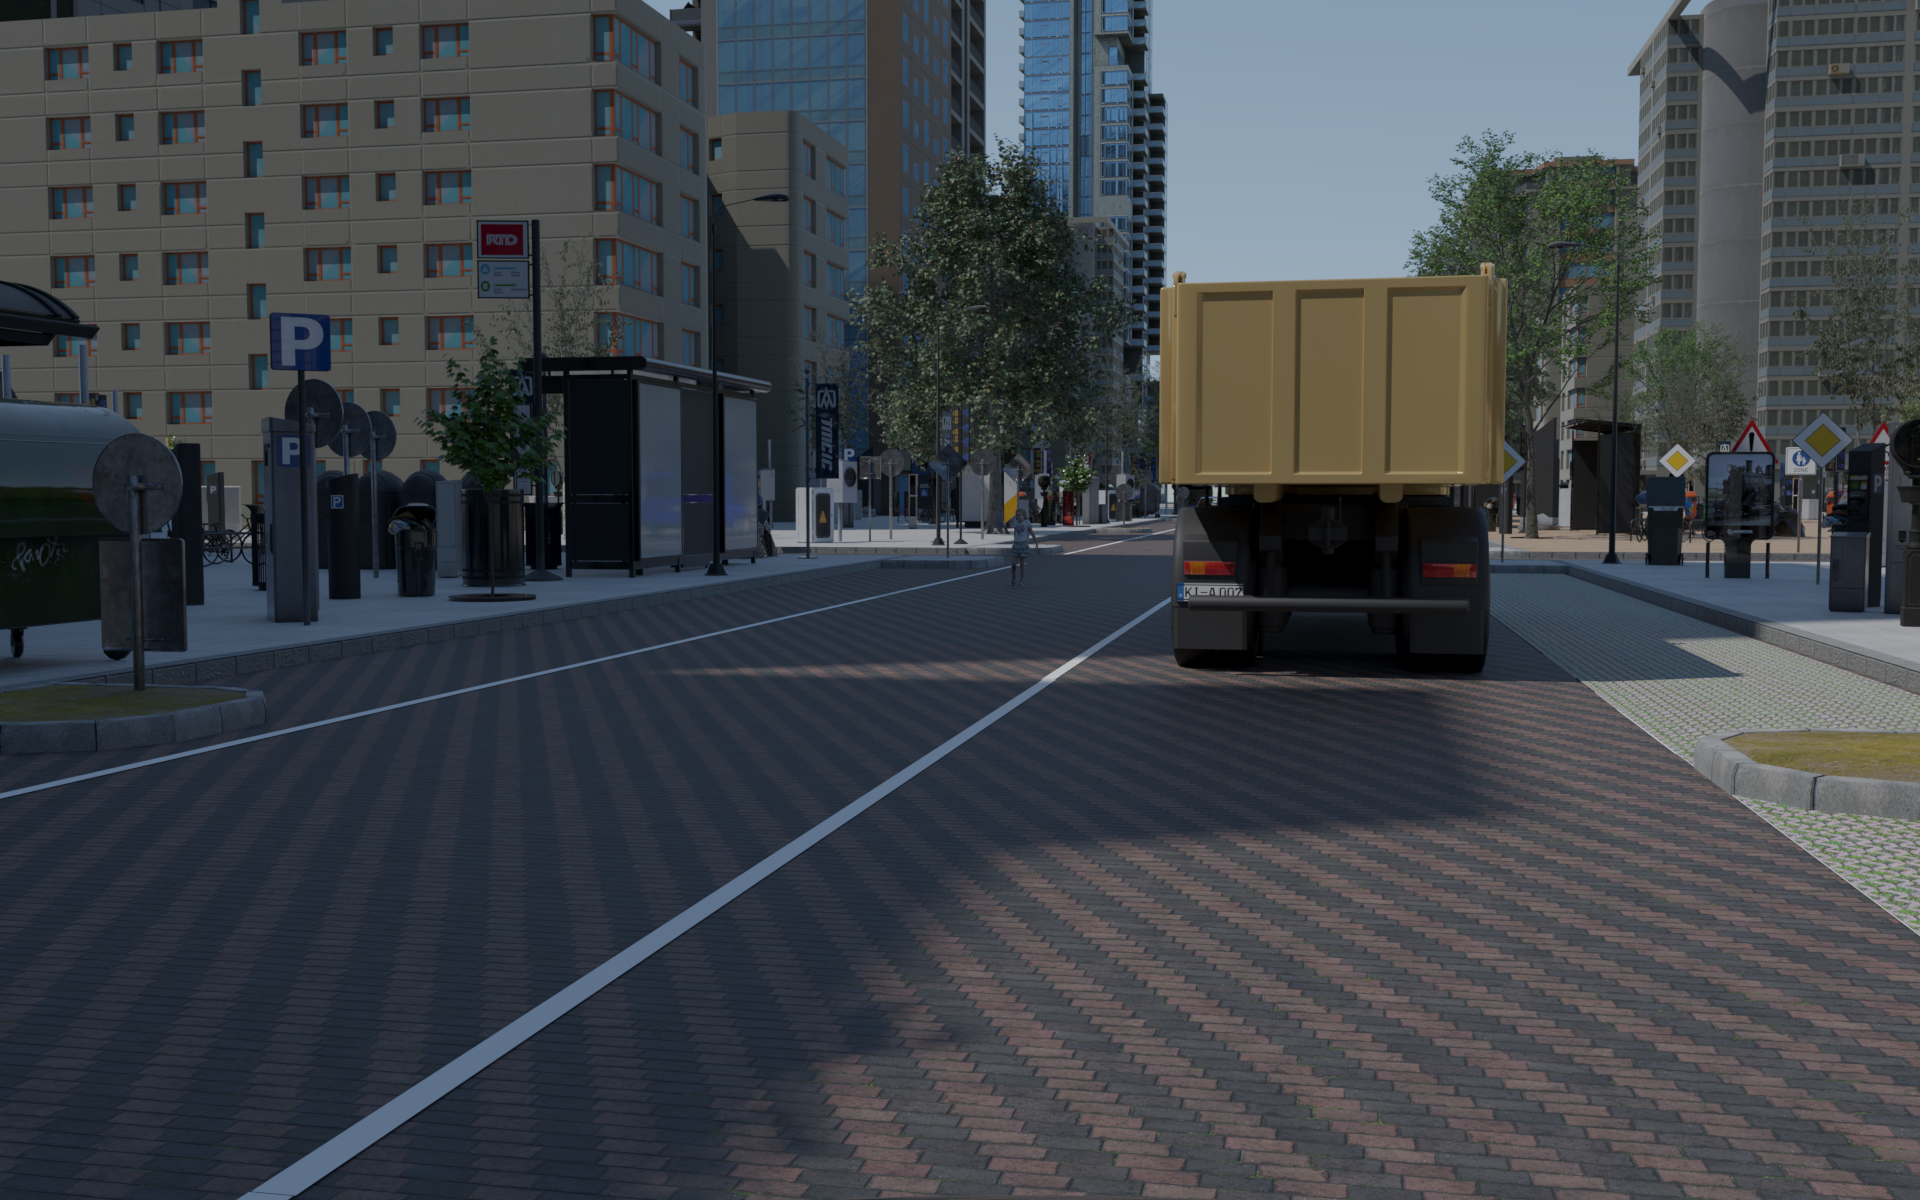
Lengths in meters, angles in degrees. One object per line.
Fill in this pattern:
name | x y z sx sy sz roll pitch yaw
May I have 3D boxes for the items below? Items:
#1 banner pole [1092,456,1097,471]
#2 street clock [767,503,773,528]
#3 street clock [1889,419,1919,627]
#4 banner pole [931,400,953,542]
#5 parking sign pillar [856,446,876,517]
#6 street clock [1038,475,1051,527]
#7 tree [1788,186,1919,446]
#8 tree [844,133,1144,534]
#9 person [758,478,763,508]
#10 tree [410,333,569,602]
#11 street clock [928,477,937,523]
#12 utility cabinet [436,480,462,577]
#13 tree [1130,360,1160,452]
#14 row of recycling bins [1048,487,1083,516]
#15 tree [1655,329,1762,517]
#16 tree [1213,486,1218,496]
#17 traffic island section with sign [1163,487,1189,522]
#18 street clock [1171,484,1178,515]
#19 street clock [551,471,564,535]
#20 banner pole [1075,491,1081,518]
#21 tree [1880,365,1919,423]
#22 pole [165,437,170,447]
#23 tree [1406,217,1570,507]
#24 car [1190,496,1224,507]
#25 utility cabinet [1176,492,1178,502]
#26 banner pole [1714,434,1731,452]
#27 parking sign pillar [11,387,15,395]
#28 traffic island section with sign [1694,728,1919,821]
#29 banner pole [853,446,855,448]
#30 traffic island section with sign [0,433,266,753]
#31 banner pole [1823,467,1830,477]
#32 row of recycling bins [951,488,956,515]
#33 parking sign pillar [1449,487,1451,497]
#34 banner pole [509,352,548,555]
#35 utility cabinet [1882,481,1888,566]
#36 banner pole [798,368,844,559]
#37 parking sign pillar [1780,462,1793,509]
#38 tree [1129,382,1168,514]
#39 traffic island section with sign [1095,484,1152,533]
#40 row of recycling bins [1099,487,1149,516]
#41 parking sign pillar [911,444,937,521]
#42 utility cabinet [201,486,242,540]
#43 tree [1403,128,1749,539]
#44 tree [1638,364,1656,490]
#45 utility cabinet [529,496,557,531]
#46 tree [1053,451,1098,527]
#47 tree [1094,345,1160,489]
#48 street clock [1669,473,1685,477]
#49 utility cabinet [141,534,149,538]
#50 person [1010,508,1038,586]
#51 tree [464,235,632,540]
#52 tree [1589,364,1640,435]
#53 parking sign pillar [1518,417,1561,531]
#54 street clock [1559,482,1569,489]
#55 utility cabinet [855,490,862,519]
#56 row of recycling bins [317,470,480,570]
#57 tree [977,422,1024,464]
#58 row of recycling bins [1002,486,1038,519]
banner pole | 8.881 -7.600 114.269 0.401 3.779 0.863 -1 4 -19
street clock | -7.173 -3.715 65.303 0.358 2.002 0.471 -2 4 -25
street clock | 9.231 -0.744 16.728 0.471 2.002 0.358 1 4 20
banner pole | -0.443 -3.428 46.062 0.401 3.779 0.863 3 4 37
parking sign pillar | -5.422 -6.634 96.943 1.447 3.967 1.447 1 4 12
street clock | 3.271 -3.840 67.358 0.471 2.002 0.358 -3 4 -36
tree | 21.835 -5.568 41.406 4.360 8.622 3.978 0 3 0
tree | 1.094 -8.477 55.599 9.611 12.733 9.660 0 3 0
person | -4.953 -2.032 41.741 0.654 1.822 0.581 1 4 11
tree | -5.543 -1.612 20.952 1.663 3.219 1.824 0 3 0
street clock | -1.132 -4.305 74.955 0.471 2.002 0.358 1 4 9
utility cabinet | -7.948 -1.118 26.951 0.318 1.500 1.173 -1 4 -11
tree | 17.754 -13.410 129.619 12.009 13.543 11.850 0 3 0
row of recycling bins | 5.749 -5.916 103.831 3.534 1.692 1.069 2 4 32
tree | 33.908 -7.784 77.631 4.360 8.622 3.978 0 3 0
tree | 23.778 -14.716 157.618 9.611 12.733 9.660 0 3 0
traffic island section with sign | 11.767 -5.043 91.081 1.989 1.847 2.006 1 4 12
street clock | 13.093 -6.156 105.220 0.471 2.002 0.358 -1 4 -19
street clock | -12.713 -3.075 54.839 0.471 2.002 0.358 3 5 41
banner pole | 6.588 -6.421 95.000 0.401 3.779 0.863 2 4 33
tree | 53.138 -8.910 96.043 4.737 8.622 4.395 0 3 0
pole | -28.285 -4.169 61.999 0.158 3.312 0.155 0 3 0
tree | 23.092 -10.621 80.305 9.857 13.997 8.962 0 3 0
car | 10.411 -3.565 70.861 1.945 1.354 3.894 1 4 10
utility cabinet | 14.768 -6.485 114.712 1.173 1.500 0.318 -1 4 -15
banner pole | 31.766 -5.037 72.364 0.401 3.779 0.863 -3 5 -41
parking sign pillar | -20.683 -3.000 37.521 1.447 3.967 1.447 3 5 43
traffic island section with sign | 4.725 0.015 8.389 1.989 1.847 2.006 1 4 12
banner pole | -5.141 -5.449 79.111 0.863 3.779 0.401 1 4 22
traffic island section with sign | -5.411 -0.118 10.555 1.989 1.847 2.006 1 4 12
banner pole | 38.235 -5.287 76.466 0.863 3.779 0.401 -3 4 -38
row of recycling bins | 1.101 -6.037 105.818 3.534 1.692 1.069 -1 4 -22
parking sign pillar | 29.676 -7.139 105.197 1.447 3.967 1.447 0 4 -2
banner pole | -7.568 -2.485 30.648 0.863 3.779 0.401 0 4 -1
utility cabinet | 16.321 -1.335 30.510 1.173 1.500 0.318 -3 4 -36
banner pole | -2.800 -2.717 34.440 0.863 3.779 0.401 0 4 2
parking sign pillar | 50.671 -7.200 106.186 1.447 3.967 1.447 1 4 12
tree | 12.968 -9.801 110.614 4.737 8.622 4.395 0 3 0
traffic island section with sign | 6.148 -3.430 64.715 1.989 1.847 2.006 1 4 12
row of recycling bins | 9.172 -5.705 100.394 3.534 1.692 1.069 0 4 0
parking sign pillar | -1.747 -5.839 83.938 1.447 3.967 1.447 0 4 -2
utility cabinet | -20.325 -2.369 47.412 1.173 1.500 0.318 -1 4 -11
tree | 16.361 -7.579 49.677 9.928 11.665 9.643 0 3 0
tree | 37.630 -8.502 89.371 4.360 8.622 3.978 0 3 0
utility cabinet | -13.704 -2.808 57.067 0.306 1.237 1.020 2 4 35
tree | 4.574 -4.461 67.531 1.663 3.219 1.824 0 3 0
tree | 8.003 -8.227 84.880 4.360 8.622 3.978 0 3 0
street clock | 22.645 -3.071 54.780 0.358 2.002 0.471 -1 4 -20
utility cabinet | -9.738 -0.547 20.099 0.306 1.237 1.020 0 4 -6
person | 1.005 -0.827 27.029 0.505 1.210 0.382 1 4 23
tree | -11.354 -6.011 48.647 4.360 8.622 3.978 0 3 0
tree | 37.403 -8.965 96.933 4.360 8.622 3.978 0 3 0
parking sign pillar | 20.597 -4.465 61.481 1.447 3.967 1.447 -3 5 -39
street clock | 36.255 -6.082 104.007 0.471 2.002 0.358 0 4 -5
utility cabinet | -5.078 -4.793 87.039 0.318 1.500 1.173 0 4 -1
row of recycling bins | -9.464 -1.377 29.634 3.534 1.692 1.069 1 4 10
tree | 1.232 -8.476 88.939 4.360 8.622 3.978 0 3 0
row of recycling bins | 1.834 -4.709 84.105 3.534 1.692 1.069 0 4 -4
